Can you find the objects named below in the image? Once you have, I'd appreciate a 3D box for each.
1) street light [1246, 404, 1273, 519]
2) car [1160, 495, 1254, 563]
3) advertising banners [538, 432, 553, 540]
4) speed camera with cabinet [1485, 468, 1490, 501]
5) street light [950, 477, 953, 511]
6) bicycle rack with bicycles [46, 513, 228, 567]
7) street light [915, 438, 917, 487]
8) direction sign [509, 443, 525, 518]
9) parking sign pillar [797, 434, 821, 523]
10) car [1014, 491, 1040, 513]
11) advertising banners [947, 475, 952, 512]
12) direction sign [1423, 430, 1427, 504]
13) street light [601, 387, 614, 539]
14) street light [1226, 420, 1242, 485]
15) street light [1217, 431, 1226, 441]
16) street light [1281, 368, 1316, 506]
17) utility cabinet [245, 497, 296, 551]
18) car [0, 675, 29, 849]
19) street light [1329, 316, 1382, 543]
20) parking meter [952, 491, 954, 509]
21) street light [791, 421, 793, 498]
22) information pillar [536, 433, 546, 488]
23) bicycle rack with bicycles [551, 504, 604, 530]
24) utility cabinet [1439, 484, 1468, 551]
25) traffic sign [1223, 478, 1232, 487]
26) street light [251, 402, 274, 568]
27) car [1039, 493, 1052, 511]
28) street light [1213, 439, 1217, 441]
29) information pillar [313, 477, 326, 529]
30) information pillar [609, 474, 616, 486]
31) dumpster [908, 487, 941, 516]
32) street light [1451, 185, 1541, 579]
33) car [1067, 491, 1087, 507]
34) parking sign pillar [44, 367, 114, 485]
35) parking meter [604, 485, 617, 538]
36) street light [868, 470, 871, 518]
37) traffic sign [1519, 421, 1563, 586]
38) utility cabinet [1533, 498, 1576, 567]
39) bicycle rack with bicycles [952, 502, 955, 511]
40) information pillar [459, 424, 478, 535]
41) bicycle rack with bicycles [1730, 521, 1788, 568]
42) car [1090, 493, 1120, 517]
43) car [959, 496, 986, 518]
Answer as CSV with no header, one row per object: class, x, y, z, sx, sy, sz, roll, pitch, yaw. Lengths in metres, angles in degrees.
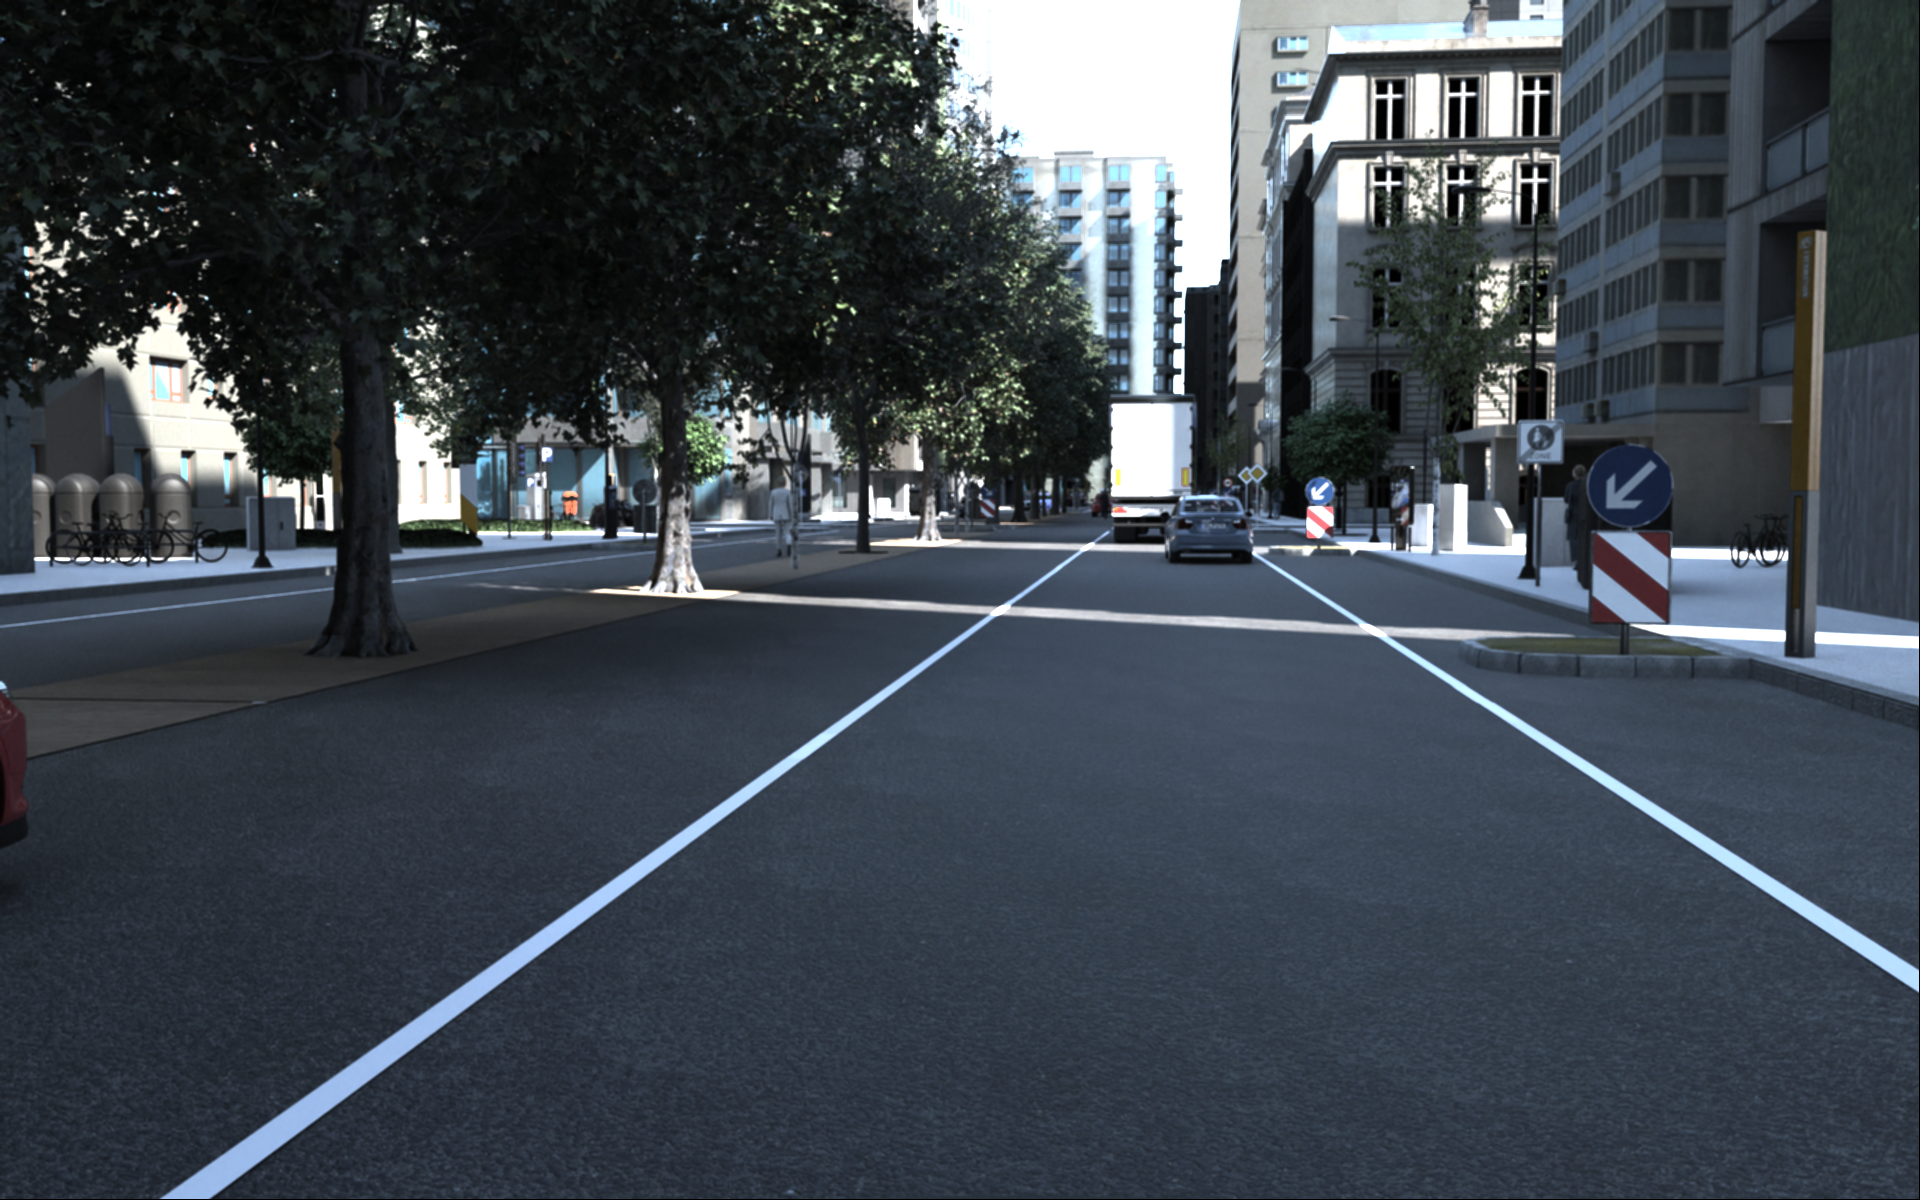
street light,15.421,-7.122,88.980,1.470,5.913,1.316,0,4,7
car,5.336,-1.550,37.352,2.014,1.417,4.499,0,4,5
advertising banners,-11.663,-3.209,48.651,0.090,3.025,2.074,-1,4,-21
speed camera with cabinet,18.518,-4.071,60.901,2.038,3.252,0.660,-3,5,-42
street light,-0.139,-9.639,130.135,1.470,5.913,1.316,0,4,7
bicycle rack with bicycles,-15.320,-1.115,31.613,2.925,0.926,2.852,0,4,4
street light,-2.277,-8.472,111.059,1.470,5.913,1.316,0,4,7
direction sign,-19.569,-5.169,76.512,0.876,3.537,0.379,1,4,22
parking sign pillar,-6.934,-5.424,77.153,1.447,3.967,1.447,0,4,3
car,5.212,-7.545,133.152,2.009,1.686,4.222,0,4,7
advertising banners,-0.731,-7.843,124.413,0.090,3.025,2.074,1,4,10
direction sign,16.375,-4.223,61.039,0.379,3.537,0.876,1,4,10
street light,-9.504,-4.684,49.124,1.470,5.913,1.316,0,4,7
street light,17.570,-8.316,108.500,1.470,5.913,1.316,0,4,7
street light,19.851,-9.458,127.176,1.470,5.913,1.316,0,4,7
street light,12.522,-5.584,63.843,1.470,5.913,1.316,0,4,7
utility cabinet,-15.746,-1.739,39.590,1.020,1.237,0.306,-3,4,-39
car,-4.400,0.279,4.478,2.155,1.783,4.494,0,4,7
street light,10.336,-4.450,45.304,1.470,5.913,1.316,0,4,7
parking meter,-0.646,-8.109,140.990,0.372,1.533,0.369,0,3,0
street light,-6.654,-6.204,73.983,1.470,5.913,1.316,0,4,7
information pillar,-16.116,-4.606,66.666,0.504,3.616,0.183,3,5,39
bicycle rack with bicycles,-13.509,-2.938,61.414,2.852,0.926,2.925,0,4,-7
utility cabinet,11.055,-1.853,38.974,0.318,1.500,1.173,0,4,-5
traffic sign,21.254,-8.413,137.654,0.768,2.556,0.104,1,4,9
street light,-11.623,-3.511,29.939,1.470,5.913,1.316,0,4,7
car,7.074,-8.383,146.650,1.945,1.707,3.694,0,4,8
street light,22.058,-10.635,146.421,1.470,5.913,1.316,0,4,7
information pillar,-19.696,-2.980,53.222,0.304,2.012,0.304,-2,4,-31
information pillar,-12.961,-3.656,64.260,0.304,2.012,0.304,0,4,6
dumpster,-2.056,-5.644,100.487,1.865,1.857,1.264,0,4,6
street light,8.091,-3.279,26.154,1.470,5.913,1.316,0,4,7
car,13.539,-11.677,199.596,2.281,1.827,5.304,1,4,8
parking sign pillar,-18.880,-2.978,37.160,1.447,3.967,1.447,0,4,5
parking meter,-10.132,-2.558,50.232,0.372,1.533,0.369,0,3,0
street light,-4.362,-7.338,92.509,1.470,5.913,1.316,0,4,7
traffic sign,8.024,-1.337,23.993,0.606,2.300,0.079,1,4,14
utility cabinet,10.539,-1.195,30.701,1.020,1.237,0.306,-2,4,-31
bicycle rack with bicycles,-1.246,-7.299,132.714,2.852,0.926,2.925,1,4,9
information pillar,-13.495,-3.439,47.578,0.504,3.616,0.183,1,4,10
bicycle rack with bicycles,14.738,-1.032,30.257,2.925,0.926,2.852,-1,4,-15
car,9.319,-6.161,109.770,2.155,1.783,4.494,0,4,7
car,0.714,-5.558,103.455,1.945,1.354,3.894,0,4,6
